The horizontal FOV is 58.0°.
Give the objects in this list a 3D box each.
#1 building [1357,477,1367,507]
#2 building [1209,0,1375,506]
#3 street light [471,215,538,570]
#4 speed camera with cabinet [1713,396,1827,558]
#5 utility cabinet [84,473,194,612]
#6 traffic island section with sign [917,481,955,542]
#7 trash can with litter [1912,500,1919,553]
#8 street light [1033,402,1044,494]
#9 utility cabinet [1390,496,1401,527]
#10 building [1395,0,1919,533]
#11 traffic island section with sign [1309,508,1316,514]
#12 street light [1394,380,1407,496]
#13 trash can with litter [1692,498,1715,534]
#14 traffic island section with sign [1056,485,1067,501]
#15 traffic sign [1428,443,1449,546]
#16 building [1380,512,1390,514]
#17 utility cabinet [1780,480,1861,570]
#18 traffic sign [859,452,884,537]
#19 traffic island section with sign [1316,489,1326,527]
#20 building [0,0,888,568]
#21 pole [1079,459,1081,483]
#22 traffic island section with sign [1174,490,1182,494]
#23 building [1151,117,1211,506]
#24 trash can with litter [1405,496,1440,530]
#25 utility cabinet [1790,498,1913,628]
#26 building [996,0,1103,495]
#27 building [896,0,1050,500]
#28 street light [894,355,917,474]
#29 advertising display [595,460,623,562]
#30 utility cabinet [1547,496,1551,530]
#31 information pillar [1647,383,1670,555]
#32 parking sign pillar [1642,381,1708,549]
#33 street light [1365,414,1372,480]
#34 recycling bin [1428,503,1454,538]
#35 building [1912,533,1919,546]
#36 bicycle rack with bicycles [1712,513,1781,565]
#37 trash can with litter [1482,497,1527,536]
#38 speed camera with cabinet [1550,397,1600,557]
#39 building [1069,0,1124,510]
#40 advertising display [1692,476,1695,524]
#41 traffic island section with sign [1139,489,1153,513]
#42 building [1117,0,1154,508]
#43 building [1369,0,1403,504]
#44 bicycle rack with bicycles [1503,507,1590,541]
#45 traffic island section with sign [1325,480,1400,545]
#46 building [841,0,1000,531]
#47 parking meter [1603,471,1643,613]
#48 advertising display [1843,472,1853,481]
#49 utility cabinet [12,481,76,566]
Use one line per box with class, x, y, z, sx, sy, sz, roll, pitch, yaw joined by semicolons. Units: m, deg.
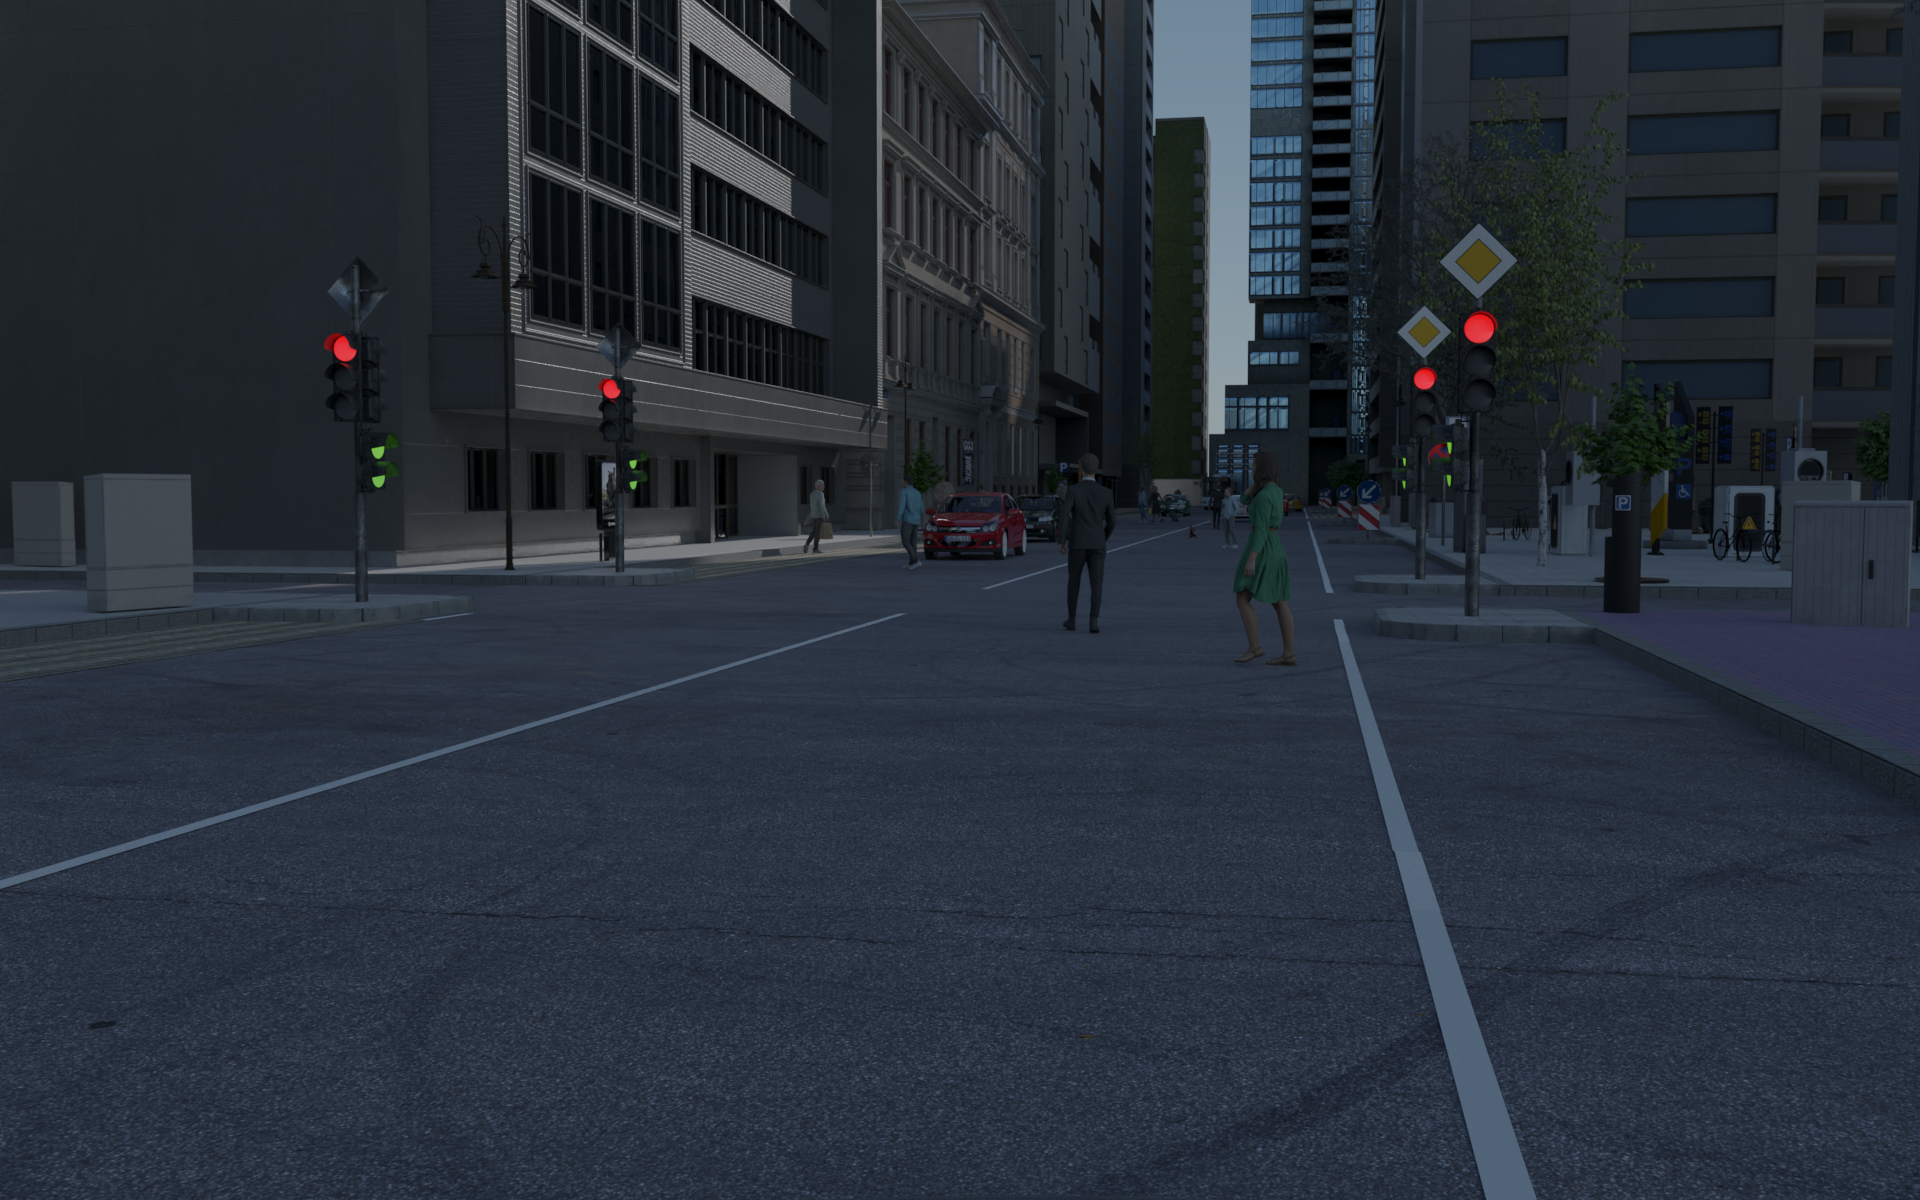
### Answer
building;53.134;-28.476;157.466;32.217;40.220;23.993;1;4;11
building;43.968;-53.715;190.919;31.000;86.520;22.319;1;4;11
street light;-7.588;-3.438;29.005;0.468;5.910;1.993;1;4;11
speed camera with cabinet;16.367;-2.485;34.970;2.038;3.252;0.660;0;4;-3
utility cabinet;-9.075;-0.641;19.157;0.318;1.500;1.173;1;4;23
traffic island section with sign;-0.531;-2.688;52.582;1.989;1.847;2.006;1;4;11
trash can with litter;20.999;-1.654;38.099;1.678;1.210;2.233;-2;4;-28
street light;3.943;-6.986;87.016;0.468;5.910;1.993;1;4;11
utility cabinet;16.952;-3.440;67.407;0.306;1.237;1.020;0;4;7
building;30.376;-32.668;76.123;21.231;58.520;28.212;1;4;11
traffic island section with sign;26.614;-7.188;126.146;1.989;1.847;2.006;1;4;11
street light;17.506;-5.887;69.042;0.468;5.910;1.993;1;4;11
trash can with litter;23.800;-2.691;55.383;1.055;1.170;0.624;-2;4;-33
traffic island section with sign;4.694;-4.319;79.237;1.989;1.847;2.006;1;4;11
traffic sign;11.957;-2.611;42.801;0.768;2.556;0.104;1;4;15
building;43.902;-25.704;112.134;32.217;40.220;23.993;1;4;11
utility cabinet;14.252;-1.224;28.698;0.318;1.500;1.173;-2;4;-34
traffic sign;-2.673;-3.177;52.048;0.768;2.556;0.104;1;4;13
traffic island section with sign;16.883;-4.159;76.633;1.989;1.847;2.006;1;4;11
building;-12.163;-13.820;45.024;14.314;24.678;30.058;1;4;11
pole;7.025;-6.583;101.477;0.158;3.312;0.155;0;3;0
traffic island section with sign;19.523;-8.937;154.751;1.989;1.847;2.006;1;4;11
building;20.395;-31.104;192.143;14.086;41.232;14.154;1;4;11
trash can with litter;16.894;-3.159;62.711;2.233;1.210;1.678;-2;4;-26
utility cabinet;8.734;-0.356;16.978;1.020;1.237;0.306;2;4;33
building;-4.992;-32.343;118.051;28.713;52.752;27.495;1;4;11
building;-3.322;-18.657;90.947;13.634;28.700;20.117;1;4;11
street light;-1.812;-5.200;57.806;0.468;5.910;1.993;1;4;11
advertising display;-6.710;-1.711;33.190;0.123;1.923;0.974;1;4;13
utility cabinet;21.138;-3.060;61.191;1.020;1.237;0.306;1;4;20
information pillar;14.642;-2.745;36.231;0.183;3.616;0.504;-1;4;-10
parking sign pillar;16.893;-3.201;40.810;1.447;3.967;1.447;0;4;8
street light;23.144;-7.672;98.230;0.468;5.910;1.993;1;4;11
recycling bin;14.259;-2.353;51.020;0.722;1.027;0.722;0;4;-2
building;36.011;-29.951;31.692;28.212;58.520;21.231;1;4;11
bicycle rack with bicycles;15.615;-1.150;32.177;2.852;0.926;2.925;0;4;6
trash can with litter;16.549;-2.620;53.897;2.233;1.210;1.678;0;4;6
speed camera with cabinet;12.780;-2.547;35.987;0.660;3.252;2.038;0;4;7
building;5.329;-29.807;137.463;14.600;45.320;14.200;1;4;11
advertising display;26.332;-3.519;62.747;0.123;1.923;0.974;0;4;-3
traffic island section with sign;14.325;-7.319;128.300;1.989;1.847;2.006;1;4;11
building;4.261;-38.278;167.849;28.212;58.520;21.231;1;4;11
building;43.662;-31.326;135.878;21.300;48.544;21.600;1;4;11
bicycle rack with bicycles;16.274;-2.114;47.940;2.852;0.926;2.925;2;4;27
traffic island section with sign;11.702;-2.541;50.179;1.989;1.847;2.006;1;4;11
building;-5.896;-14.342;70.650;11.583;22.565;21.152;1;4;11
parking meter;7.183;-0.633;18.759;0.372;1.533;0.369;0;3;0
advertising display;25.821;-2.765;50.419;0.123;1.923;0.974;1;4;20
utility cabinet;-16.175;-1.340;30.592;1.173;1.500;0.318;1;4;23
